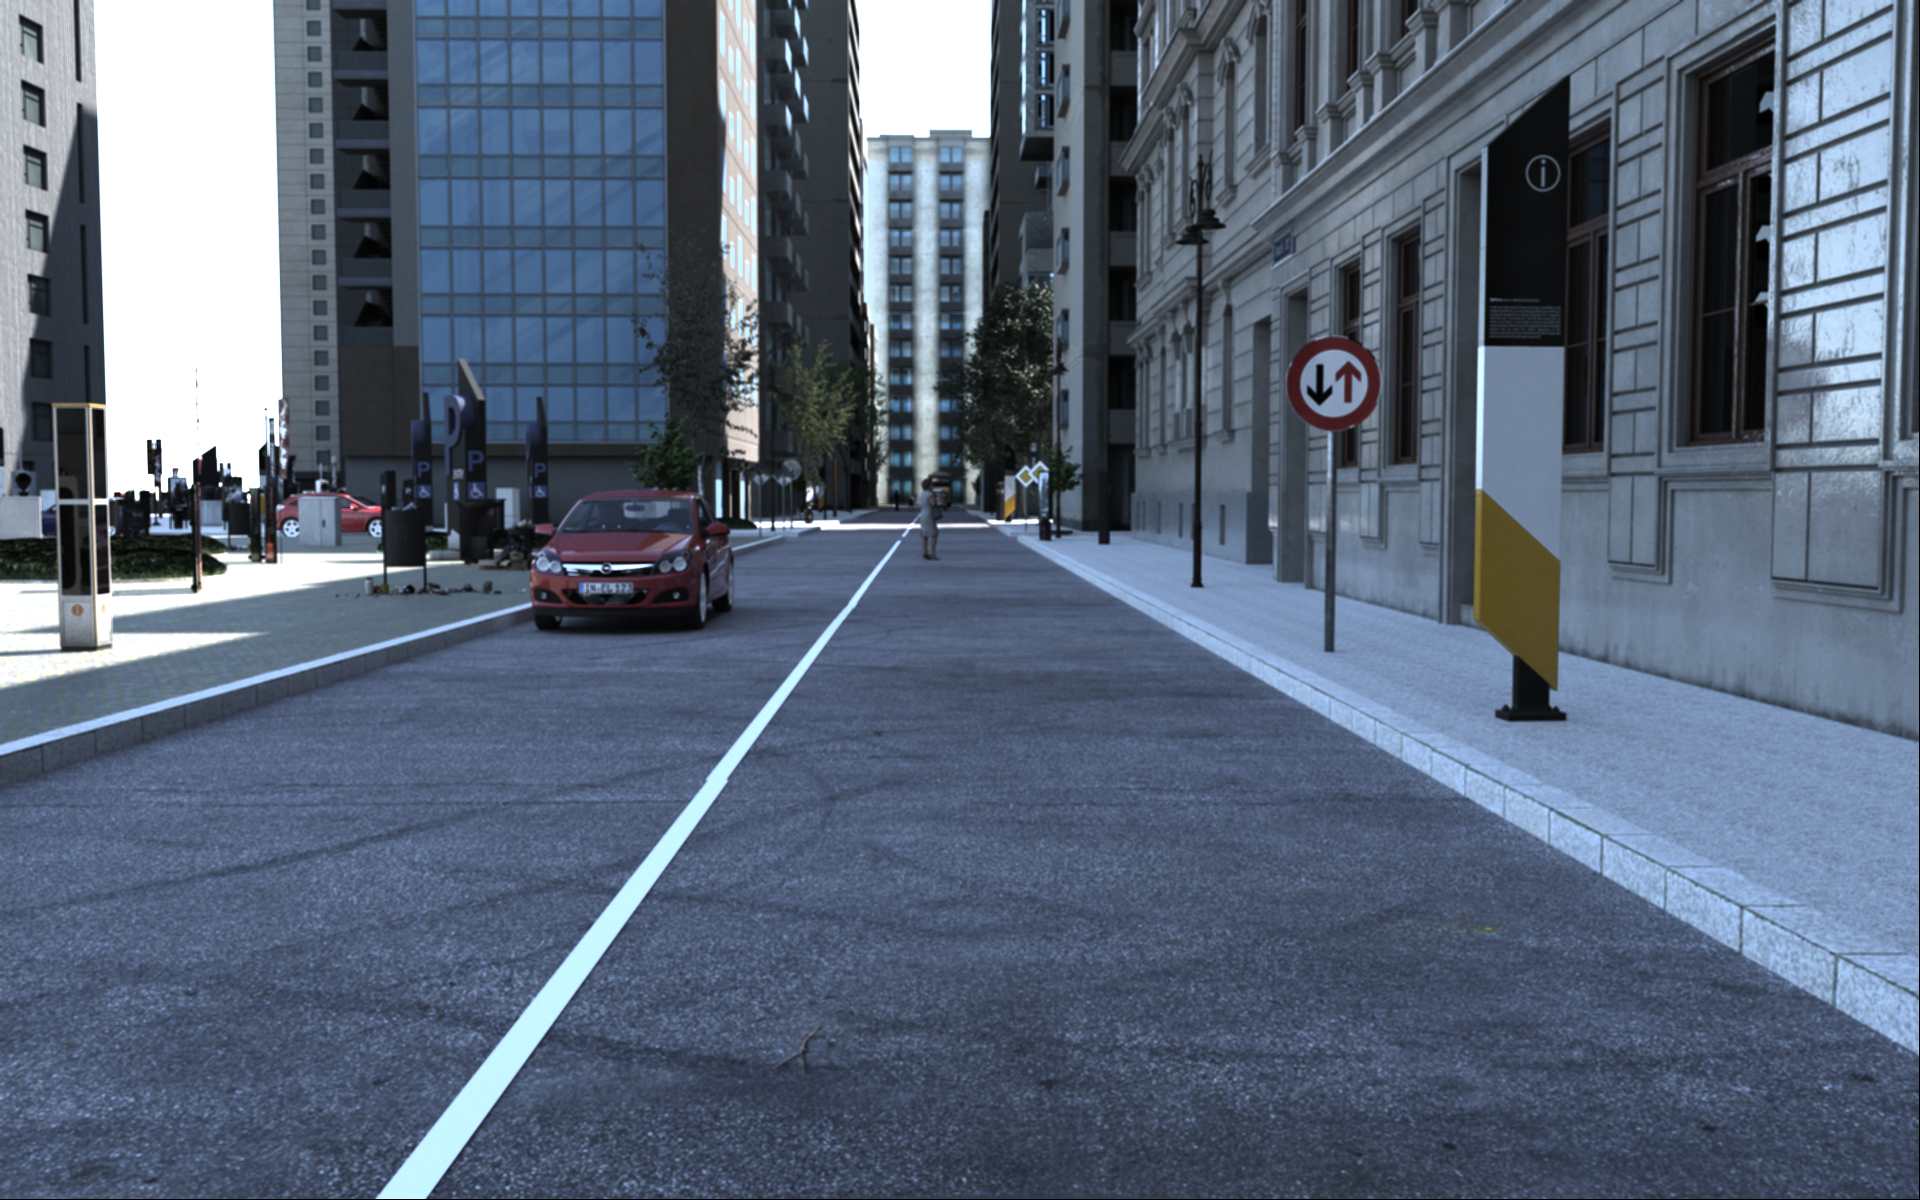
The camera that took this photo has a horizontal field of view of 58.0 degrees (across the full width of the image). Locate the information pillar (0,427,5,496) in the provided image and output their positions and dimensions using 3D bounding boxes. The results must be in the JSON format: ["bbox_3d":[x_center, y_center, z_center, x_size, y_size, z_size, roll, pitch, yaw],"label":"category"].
[{"bbox_3d":[-28.616,-3.670,51.362,0.183,3.616,0.504,3,5,44],"label":"information pillar"}]

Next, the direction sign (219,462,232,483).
[{"bbox_3d":[-52.083,-8.004,122.855,0.876,3.537,0.379,0,4,-4],"label":"direction sign"}]

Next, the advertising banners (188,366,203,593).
[{"bbox_3d":[-10.255,-1.656,23.256,0.090,3.025,2.074,-1,4,-20],"label":"advertising banners"}]

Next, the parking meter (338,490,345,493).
[{"bbox_3d":[-35.299,-5.535,98.905,0.372,1.533,0.369,0,3,0],"label":"parking meter"}]

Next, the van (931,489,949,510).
[{"bbox_3d":[-1.980,-8.935,153.093,2.013,2.044,4.112,0,4,0],"label":"van"}]

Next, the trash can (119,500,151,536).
[{"bbox_3d":[-20.935,-1.978,43.988,0.748,1.137,0.748,0,3,0],"label":"trash can"}]

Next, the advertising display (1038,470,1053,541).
[{"bbox_3d":[2.352,-2.600,47.719,0.123,1.923,0.974,-1,4,-15],"label":"advertising display"}]

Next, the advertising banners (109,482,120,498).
[{"bbox_3d":[-48.614,-6.346,99.947,0.090,3.025,2.074,2,4,28],"label":"advertising banners"}]

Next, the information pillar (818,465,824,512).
[{"bbox_3d":[-9.669,-7.925,120.931,0.504,3.616,0.183,-1,4,-15],"label":"information pillar"}]

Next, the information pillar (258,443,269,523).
[{"bbox_3d":[-30.598,-5.187,76.157,0.504,3.616,0.183,1,4,13],"label":"information pillar"}]

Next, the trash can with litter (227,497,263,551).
[{"bbox_3d":[-16.881,-1.743,39.557,2.233,1.210,1.678,-3,5,-41],"label":"trash can with litter"}]

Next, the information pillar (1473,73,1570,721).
[{"bbox_3d":[3.171,-1.126,9.757,0.504,3.616,0.183,0,4,-6],"label":"information pillar"}]

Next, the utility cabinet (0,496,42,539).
[{"bbox_3d":[-24.604,-2.086,45.271,1.020,1.237,0.306,-1,4,-23],"label":"utility cabinet"}]

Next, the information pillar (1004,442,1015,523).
[{"bbox_3d":[2.234,-5.291,77.865,0.504,3.616,0.183,0,4,-7],"label":"information pillar"}]

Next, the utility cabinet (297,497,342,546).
[{"bbox_3d":[-15.972,-1.959,43.196,1.020,1.237,0.306,1,4,11],"label":"utility cabinet"}]

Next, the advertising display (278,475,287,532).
[{"bbox_3d":[-22.997,-3.278,58.813,0.123,1.923,0.974,-2,4,-31],"label":"advertising display"}]

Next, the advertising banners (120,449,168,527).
[{"bbox_3d":[-31.307,-4.298,66.454,0.090,3.025,2.074,1,4,18],"label":"advertising banners"}]

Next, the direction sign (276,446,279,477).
[{"bbox_3d":[-31.978,-5.475,81.509,0.379,3.537,0.876,0,4,7],"label":"direction sign"}]

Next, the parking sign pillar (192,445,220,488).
[{"bbox_3d":[-41.040,-6.470,94.263,1.447,3.967,1.447,0,4,-5],"label":"parking sign pillar"}]

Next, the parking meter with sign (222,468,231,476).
[{"bbox_3d":[-49.161,-7.350,116.434,0.543,3.016,1.738,-2,4,-29],"label":"parking meter with sign"}]

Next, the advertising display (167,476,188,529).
[{"bbox_3d":[-28.885,-3.593,63.961,0.123,1.923,0.974,1,4,14],"label":"advertising display"}]

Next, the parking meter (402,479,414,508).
[{"bbox_3d":[-20.286,-3.547,63.708,0.399,1.863,0.255,-1,4,-10],"label":"parking meter"}]

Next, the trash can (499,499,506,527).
[{"bbox_3d":[-13.864,-2.438,51.518,0.748,1.137,0.748,0,3,0],"label":"trash can"}]

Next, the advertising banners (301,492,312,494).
[{"bbox_3d":[-40.318,-6.706,105.823,2.074,3.025,0.090,2,4,25],"label":"advertising banners"}]

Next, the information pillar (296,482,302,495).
[{"bbox_3d":[-39.521,-6.050,103.403,0.304,2.012,0.304,1,4,8],"label":"information pillar"}]

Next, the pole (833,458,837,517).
[{"bbox_3d":[-7.046,-6.348,97.640,0.158,3.312,0.155,0,3,0],"label":"pole"}]

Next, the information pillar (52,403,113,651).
[{"bbox_3d":[-7.194,-0.594,14.210,0.304,2.012,0.304,0,4,-2],"label":"information pillar"}]

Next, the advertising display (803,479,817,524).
[{"bbox_3d":[-6.417,-4.173,73.439,0.123,1.923,0.974,1,4,16],"label":"advertising display"}]

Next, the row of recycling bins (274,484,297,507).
[{"bbox_3d":[-28.038,-3.957,71.815,1.069,1.692,3.534,-1,4,-17],"label":"row of recycling bins"}]

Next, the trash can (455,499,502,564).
[{"bbox_3d":[-8.879,-1.233,31.806,0.748,1.137,0.748,0,3,0],"label":"trash can"}]

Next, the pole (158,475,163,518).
[{"bbox_3d":[-42.988,-6.068,93.047,0.158,3.312,0.155,0,3,0],"label":"pole"}]

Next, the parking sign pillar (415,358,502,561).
[{"bbox_3d":[-9.680,-2.780,33.930,1.447,3.967,1.447,-2,4,-32],"label":"parking sign pillar"}]

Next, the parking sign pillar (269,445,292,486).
[{"bbox_3d":[-34.568,-6.098,88.172,1.447,3.967,1.447,1,4,14],"label":"parking sign pillar"}]

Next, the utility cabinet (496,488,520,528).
[{"bbox_3d":[-16.514,-3.343,63.332,0.318,1.500,1.173,-3,5,-45],"label":"utility cabinet"}]

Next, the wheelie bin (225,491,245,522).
[{"bbox_3d":[-33.784,-4.431,80.350,0.693,1.594,0.980,0,4,-2],"label":"wheelie bin"}]

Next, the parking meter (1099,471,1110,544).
[{"bbox_3d":[3.696,-2.362,44.336,0.255,1.863,0.399,1,4,11],"label":"parking meter"}]

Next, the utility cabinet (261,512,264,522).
[{"bbox_3d":[-32.042,-4.191,79.689,0.306,1.237,1.020,2,4,30],"label":"utility cabinet"}]

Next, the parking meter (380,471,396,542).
[{"bbox_3d":[-14.341,-2.309,43.459,0.255,1.863,0.399,-3,5,-44],"label":"parking meter"}]

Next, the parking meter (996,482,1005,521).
[{"bbox_3d":[1.921,-4.699,82.540,0.255,1.863,0.399,3,5,41],"label":"parking meter"}]

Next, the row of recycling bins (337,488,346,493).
[{"bbox_3d":[-39.374,-6.361,111.122,1.069,1.692,3.534,-1,4,-11],"label":"row of recycling bins"}]

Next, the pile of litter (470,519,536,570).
[{"bbox_3d":[-7.688,-0.957,29.607,1.176,0.858,1.719,-2,4,-35],"label":"pile of litter"}]

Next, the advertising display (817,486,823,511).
[{"bbox_3d":[-10.645,-7.756,132.029,0.974,1.923,0.123,3,5,39],"label":"advertising display"}]

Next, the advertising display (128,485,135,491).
[{"bbox_3d":[-60.396,-7.408,126.328,0.123,1.923,0.974,0,4,-4],"label":"advertising display"}]

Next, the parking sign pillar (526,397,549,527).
[{"bbox_3d":[-11.556,-3.603,47.388,1.447,3.967,1.447,-1,4,-19],"label":"parking sign pillar"}]

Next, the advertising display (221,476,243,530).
[{"bbox_3d":[-26.027,-3.472,61.982,0.123,1.923,0.974,1,4,17],"label":"advertising display"}]

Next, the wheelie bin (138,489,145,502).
[{"bbox_3d":[-49.781,-5.980,105.679,0.693,1.594,0.980,-2,4,-26],"label":"wheelie bin"}]

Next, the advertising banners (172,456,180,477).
[{"bbox_3d":[-35.247,-5.007,78.055,0.090,3.025,2.074,-2,4,-27],"label":"advertising banners"}]

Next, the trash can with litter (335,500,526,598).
[{"bbox_3d":[-6.781,-0.690,22.337,2.233,1.210,1.678,0,4,-7],"label":"trash can with litter"}]

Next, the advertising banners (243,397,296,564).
[{"bbox_3d":[-12.829,-2.199,32.147,0.090,3.025,2.074,-3,5,-42],"label":"advertising banners"}]

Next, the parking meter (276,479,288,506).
[{"bbox_3d":[-26.244,-3.753,67.071,0.399,1.863,0.255,0,4,1],"label":"parking meter"}]

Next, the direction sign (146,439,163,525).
[{"bbox_3d":[-32.936,-4.824,70.872,0.876,3.537,0.379,2,4,24],"label":"direction sign"}]

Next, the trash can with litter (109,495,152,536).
[{"bbox_3d":[-24.198,-2.390,50.126,2.233,1.210,1.678,-1,4,-21],"label":"trash can with litter"}]

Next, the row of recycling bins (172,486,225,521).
[{"bbox_3d":[-36.928,-4.728,84.420,3.534,1.692,1.069,1,4,20],"label":"row of recycling bins"}]

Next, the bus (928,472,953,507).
[{"bbox_3d":[-2.216,-12.208,191.143,2.896,3.916,12.252,0,4,0],"label":"bus"}]

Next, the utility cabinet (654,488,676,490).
[{"bbox_3d":[-10.235,-3.155,60.266,1.173,1.500,0.318,3,5,40],"label":"utility cabinet"}]

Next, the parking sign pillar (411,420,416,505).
[{"bbox_3d":[-14.082,-3.481,45.388,1.447,3.967,1.447,-1,4,-19],"label":"parking sign pillar"}]
